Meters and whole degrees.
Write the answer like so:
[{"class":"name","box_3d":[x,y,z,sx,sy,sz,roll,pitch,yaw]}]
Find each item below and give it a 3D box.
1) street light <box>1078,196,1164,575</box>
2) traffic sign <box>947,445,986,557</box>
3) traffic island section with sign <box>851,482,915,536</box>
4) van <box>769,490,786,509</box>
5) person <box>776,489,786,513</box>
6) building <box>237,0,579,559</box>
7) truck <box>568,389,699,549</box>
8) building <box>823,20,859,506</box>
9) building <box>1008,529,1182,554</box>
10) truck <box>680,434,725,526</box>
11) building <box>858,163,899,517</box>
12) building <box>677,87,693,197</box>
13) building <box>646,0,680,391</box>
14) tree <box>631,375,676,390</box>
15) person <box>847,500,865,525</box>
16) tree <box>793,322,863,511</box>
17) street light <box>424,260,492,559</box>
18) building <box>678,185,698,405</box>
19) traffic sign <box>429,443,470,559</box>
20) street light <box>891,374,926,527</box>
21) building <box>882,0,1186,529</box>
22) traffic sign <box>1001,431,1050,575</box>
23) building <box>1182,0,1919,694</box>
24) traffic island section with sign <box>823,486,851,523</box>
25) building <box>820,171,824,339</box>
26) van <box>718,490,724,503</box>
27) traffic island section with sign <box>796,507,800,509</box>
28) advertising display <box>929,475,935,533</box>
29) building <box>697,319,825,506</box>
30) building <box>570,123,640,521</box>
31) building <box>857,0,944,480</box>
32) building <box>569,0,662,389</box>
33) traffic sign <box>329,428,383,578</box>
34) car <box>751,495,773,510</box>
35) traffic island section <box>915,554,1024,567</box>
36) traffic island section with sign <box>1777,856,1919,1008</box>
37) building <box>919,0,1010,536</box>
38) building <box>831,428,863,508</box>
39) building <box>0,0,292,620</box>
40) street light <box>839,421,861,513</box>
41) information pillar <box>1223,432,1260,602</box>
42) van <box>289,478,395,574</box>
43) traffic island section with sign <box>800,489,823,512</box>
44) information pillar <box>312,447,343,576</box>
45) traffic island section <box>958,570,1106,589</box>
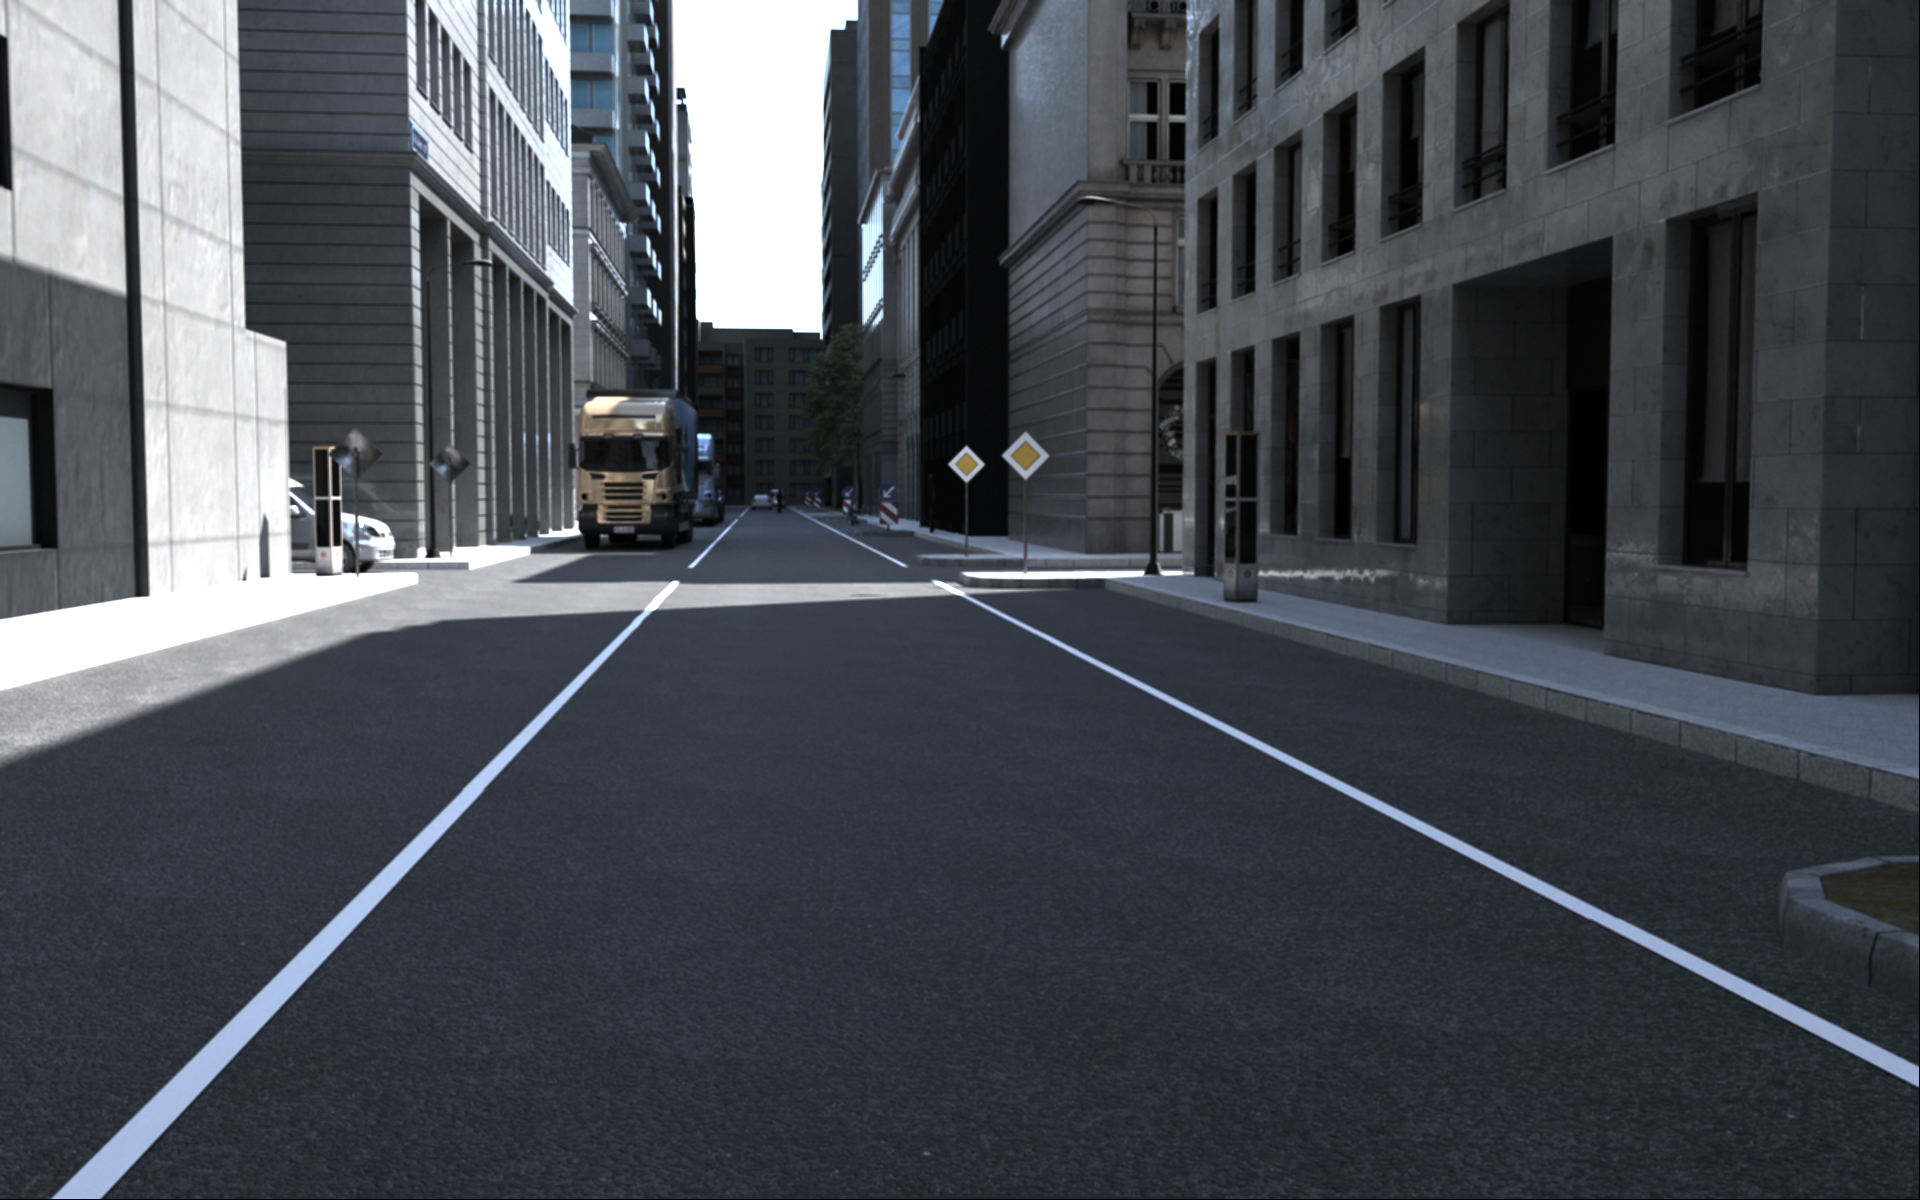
[{"class":"street light","box_3d":[2.533,-3.347,27.266,1.470,5.913,1.316,0,4,-6]},{"class":"traffic sign","box_3d":[0.132,-1.946,35.458,0.795,2.450,0.064,0,4,-6]},{"class":"traffic island section with sign","box_3d":[-2.636,-3.143,60.020,1.989,1.847,2.006,0,4,-6]},{"class":"van","box_3d":[-18.285,-10.121,172.495,2.013,2.044,4.112,0,4,-7]},{"class":"person","box_3d":[-13.610,-7.491,130.995,0.705,1.821,1.348,-3,4,-36]},{"class":"building","box_3d":[-17.752,-16.506,47.362,11.434,29.767,29.804,0,4,-6]},{"class":"truck","box_3d":[-8.928,-3.653,48.640,2.839,4.237,11.283,0,4,-5]},{"class":"building","box_3d":[-2.816,-33.772,175.867,21.300,48.544,21.600,0,4,-6]},{"class":"building","box_3d":[13.483,-12.328,43.367,24.055,21.916,13.314,0,4,-6]},{"class":"truck","box_3d":[-12.816,-5.729,83.423,2.967,4.110,18.799,0,4,-6]},{"class":"building","box_3d":[-0.609,-15.464,101.982,9.793,20.994,18.267,0,4,-6]},{"class":"building","box_3d":[-34.091,-30.107,175.840,14.086,41.232,14.154,0,4,-6]},{"class":"building","box_3d":[-30.912,-30.273,145.075,14.600,45.320,14.200,0,4,-6]},{"class":"tree","box_3d":[-19.252,-9.590,107.165,4.360,8.622,3.978,0,3,0]},{"class":"person","box_3d":[-4.881,-4.008,79.530,0.738,1.151,1.012,-1,4,-23]},{"class":"tree","box_3d":[-7.349,-12.036,114.912,7.486,12.596,7.792,0,3,0]},{"class":"street light","box_3d":[-9.971,-3.786,34.435,1.470,5.913,1.316,0,4,-6]},{"class":"building","box_3d":[-31.727,-23.793,160.716,14.160,30.474,14.107,0,4,-6]},{"class":"traffic sign","box_3d":[-10.098,-1.876,34.315,0.795,2.450,0.064,0,4,-6]},{"class":"street light","box_3d":[-1.958,-5.779,67.034,1.470,5.913,1.316,0,4,-6]},{"class":"building","box_3d":[3.821,-14.642,81.200,13.314,21.916,24.055,0,4,-6]},{"class":"traffic sign","box_3d":[1.038,-1.461,27.524,0.795,2.450,0.064,0,4,-6]},{"class":"building","box_3d":[9.659,-10.066,19.332,10.420,20.320,16.860,0,4,-6]},{"class":"traffic island section with sign","box_3d":[-5.706,-4.783,86.832,1.989,1.847,2.006,0,4,-6]},{"class":"building","box_3d":[-8.962,-31.678,201.525,14.086,41.232,14.154,0,4,-6]},{"class":"van","box_3d":[-21.962,-8.978,153.809,2.013,2.044,4.112,0,4,-8]},{"class":"traffic island section with sign","box_3d":[-14.579,-9.534,164.504,1.989,1.847,2.006,0,4,-6]},{"class":"advertising display","box_3d":[-0.931,-3.214,57.766,0.123,1.923,0.974,0,4,5]},{"class":"building","box_3d":[-30.983,-22.049,205.534,28.899,21.520,27.650,0,4,-6]},{"class":"building","box_3d":[-21.949,-14.162,82.464,10.553,20.767,40.483,0,4,-6]},{"class":"building","box_3d":[-0.141,-29.117,126.166,14.600,45.320,14.200,0,4,-6]},{"class":"building","box_3d":[-32.900,-30.746,122.304,23.786,49.044,30.456,0,4,-6]},{"class":"traffic sign","box_3d":[-9.192,-1.391,26.381,0.795,2.450,0.064,0,4,-6]},{"class":"car","box_3d":[-18.120,-8.937,158.485,2.083,1.381,4.827,0,4,-6]},{"class":"traffic island section","box_3d":[0.154,-0.811,35.538,2.009,0.180,2.903,0,4,-6]},{"class":"traffic island section with sign","box_3d":[3.635,0.215,5.111,1.989,1.847,2.006,0,4,-6]},{"class":"building","box_3d":[5.424,-14.115,60.461,12.332,23.373,15.834,0,4,-6]},{"class":"building","box_3d":[0.588,-51.132,148.675,22.319,86.520,31.000,0,4,-6]},{"class":"building","box_3d":[-19.908,-35.250,14.597,20.611,71.187,20.563,0,4,-6]},{"class":"street light","box_3d":[-6.985,-8.422,110.245,1.470,5.913,1.316,0,4,-6]},{"class":"information pillar","box_3d":[3.347,-0.986,20.607,0.304,2.012,0.304,-2,4,-23]},{"class":"van","box_3d":[-12.281,-1.466,30.978,4.112,2.044,2.013,0,4,-5]},{"class":"traffic island section with sign","box_3d":[-11.417,-7.846,136.914,1.989,1.847,2.006,0,4,-6]},{"class":"information pillar","box_3d":[-9.899,-1.384,27.127,0.304,2.012,0.304,1,4,13]},{"class":"traffic island section","box_3d":[1.060,-0.326,27.604,2.009,0.180,2.903,0,4,-6]}]
